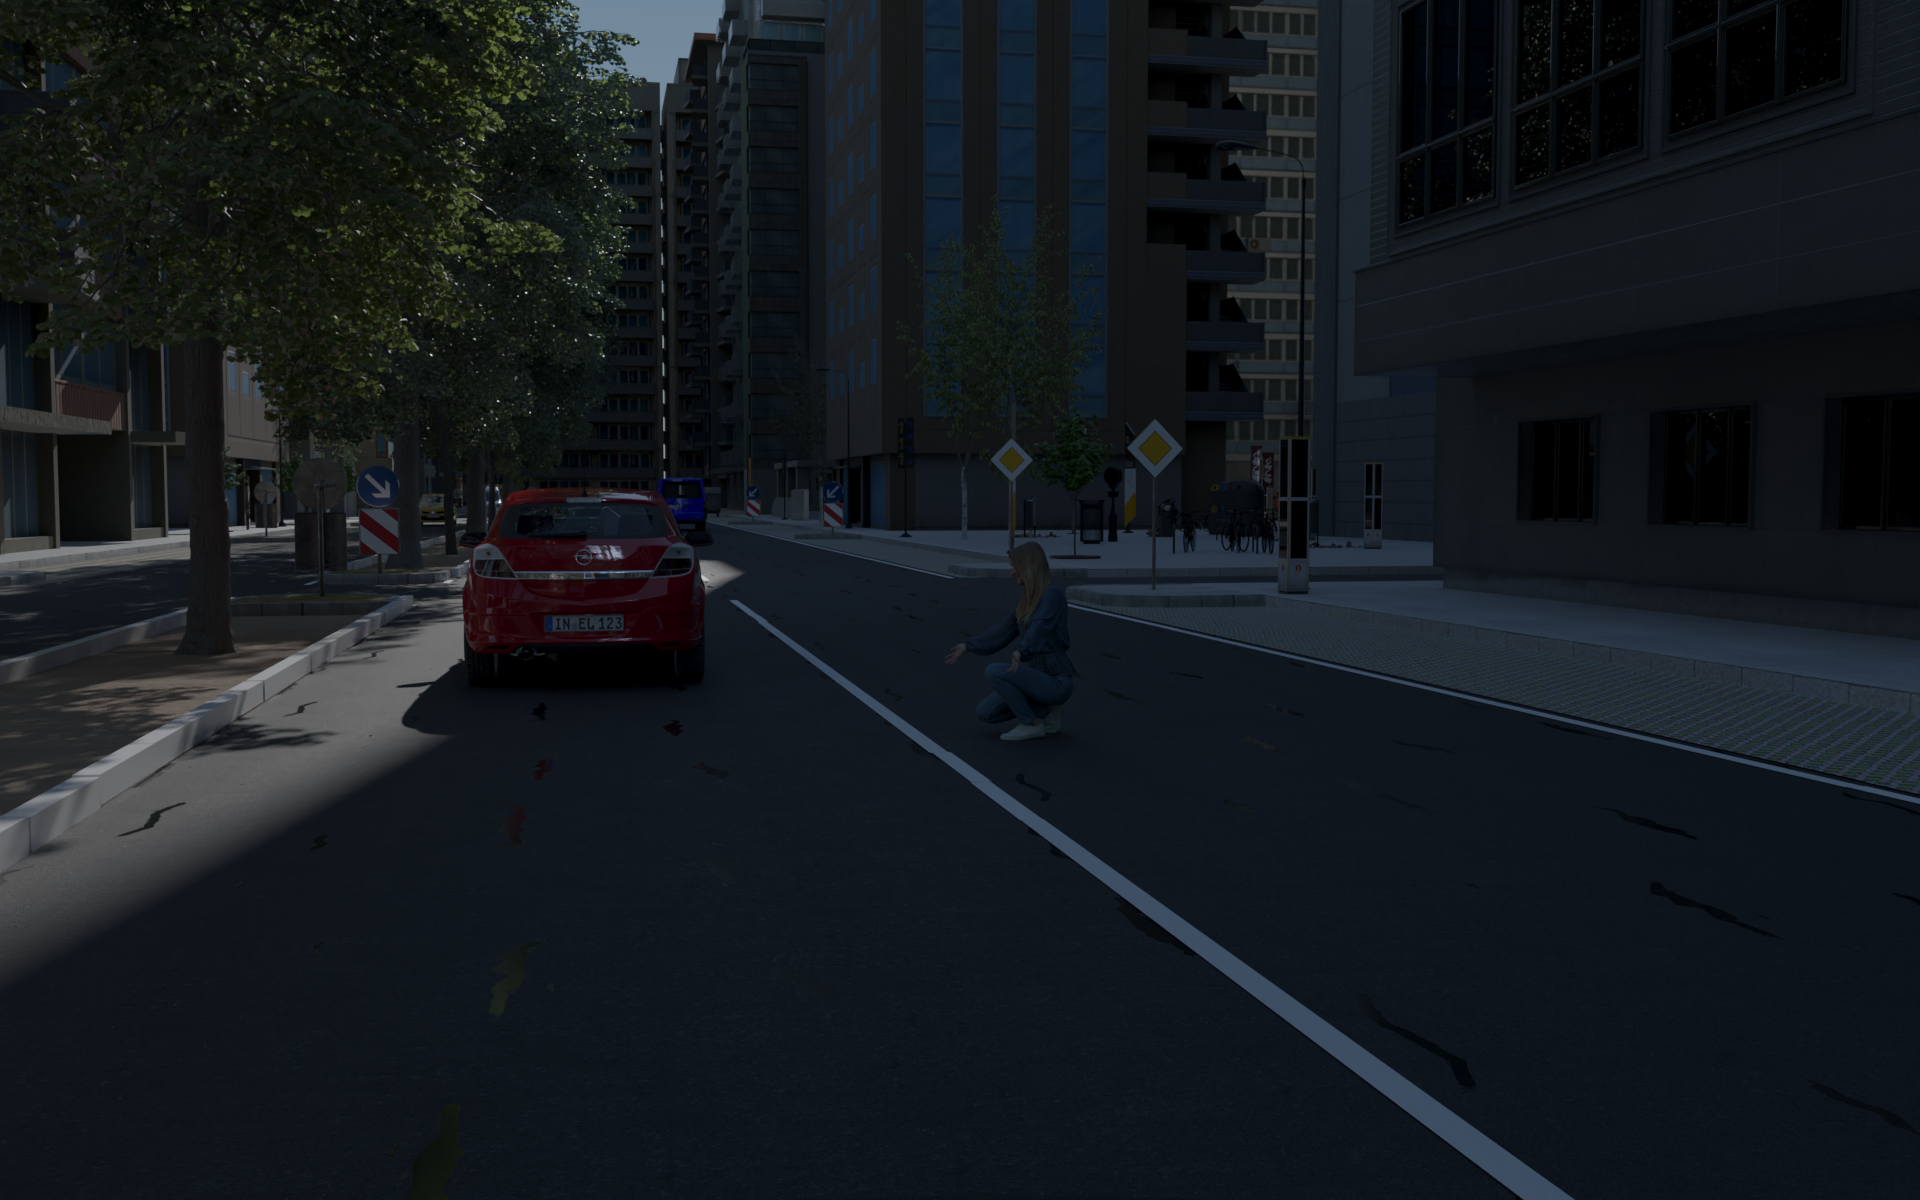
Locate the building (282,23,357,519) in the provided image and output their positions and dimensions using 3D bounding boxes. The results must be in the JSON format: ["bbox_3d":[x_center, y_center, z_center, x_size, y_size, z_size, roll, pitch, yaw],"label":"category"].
[{"bbox_3d":[-40.327,-24.904,90.779,14.154,41.232,14.086,-1,4,-12],"label":"building"}]

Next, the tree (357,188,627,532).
[{"bbox_3d":[-17.724,-9.326,65.303,12.009,13.543,11.850,0,3,0],"label":"tree"}]

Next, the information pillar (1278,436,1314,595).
[{"bbox_3d":[4.284,-1.084,22.214,0.304,2.012,0.304,-1,4,-15],"label":"information pillar"}]

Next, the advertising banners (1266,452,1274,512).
[{"bbox_3d":[13.717,-4.690,72.871,2.074,3.025,0.090,0,4,3],"label":"advertising banners"}]

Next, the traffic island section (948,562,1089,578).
[{"bbox_3d":[0.935,-0.532,30.974,2.009,0.180,2.903,-1,4,-12],"label":"traffic island section"}]

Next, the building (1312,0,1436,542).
[{"bbox_3d":[26.420,-30.845,46.323,28.212,58.520,21.231,-1,4,-12],"label":"building"}]

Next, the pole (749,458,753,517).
[{"bbox_3d":[-11.788,-6.342,97.538,0.158,3.312,0.155,0,3,0],"label":"pole"}]

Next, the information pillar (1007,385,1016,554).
[{"bbox_3d":[1.122,-2.800,37.139,0.183,3.616,0.504,0,4,-5],"label":"information pillar"}]

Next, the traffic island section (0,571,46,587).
[{"bbox_3d":[-15.829,-0.313,27.404,2.009,0.180,2.903,-1,4,-12],"label":"traffic island section"}]

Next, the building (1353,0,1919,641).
[{"bbox_3d":[14.909,-11.643,9.436,14.314,24.678,30.058,-1,4,-12],"label":"building"}]

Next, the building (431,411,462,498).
[{"bbox_3d":[-55.351,-29.531,166.426,14.086,41.232,14.154,-1,4,-12],"label":"building"}]

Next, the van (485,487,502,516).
[{"bbox_3d":[-26.097,-5.413,95.507,2.013,2.044,4.112,-1,4,-14],"label":"van"}]

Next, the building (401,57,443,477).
[{"bbox_3d":[-56.263,-33.579,138.261,28.713,52.752,27.495,-1,4,-12],"label":"building"}]

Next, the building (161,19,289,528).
[{"bbox_3d":[-35.715,-25.622,69.038,14.600,45.320,14.200,-1,4,-12],"label":"building"}]

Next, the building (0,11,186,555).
[{"bbox_3d":[-31.146,-23.563,39.885,22.147,44.769,28.867,-1,4,-12],"label":"building"}]

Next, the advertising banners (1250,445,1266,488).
[{"bbox_3d":[9.974,-4.016,61.856,2.074,3.025,0.090,-2,4,-30],"label":"advertising banners"}]

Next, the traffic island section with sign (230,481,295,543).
[{"bbox_3d":[-20.674,-2.624,51.530,1.989,1.847,2.006,-1,4,-12],"label":"traffic island section with sign"}]

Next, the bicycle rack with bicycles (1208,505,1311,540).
[{"bbox_3d":[8.161,-2.073,47.284,2.852,0.926,2.925,0,4,-1],"label":"bicycle rack with bicycles"}]

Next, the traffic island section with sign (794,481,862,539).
[{"bbox_3d":[-4.263,-2.853,55.267,1.989,1.847,2.006,-1,4,-12],"label":"traffic island section with sign"}]

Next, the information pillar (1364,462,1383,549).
[{"bbox_3d":[9.644,-2.197,40.415,0.304,2.012,0.304,-2,4,-32],"label":"information pillar"}]

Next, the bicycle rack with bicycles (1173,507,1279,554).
[{"bbox_3d":[5.727,-1.511,38.089,2.852,0.926,2.925,0,4,8],"label":"bicycle rack with bicycles"}]

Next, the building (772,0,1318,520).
[{"bbox_3d":[6.325,-24.684,95.469,32.217,40.220,23.993,-1,4,-12],"label":"building"}]

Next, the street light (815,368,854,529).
[{"bbox_3d":[-4.656,-5.594,64.000,1.470,5.913,1.316,-1,4,-12],"label":"street light"}]

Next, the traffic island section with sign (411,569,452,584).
[{"bbox_3d":[-9.451,-1.240,28.413,2.006,1.907,1.989,-1,4,-12],"label":"traffic island section with sign"}]

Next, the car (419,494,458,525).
[{"bbox_3d":[-23.647,-4.150,78.076,2.015,1.641,3.980,-1,4,-13],"label":"car"}]

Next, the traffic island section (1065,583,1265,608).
[{"bbox_3d":[2.607,-0.054,23.166,2.009,0.180,2.903,-1,4,-12],"label":"traffic island section"}]

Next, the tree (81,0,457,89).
[{"bbox_3d":[-5.003,-4.362,8.186,8.767,10.594,7.601,-1,4,-12],"label":"tree"}]

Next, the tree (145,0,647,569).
[{"bbox_3d":[-10.348,-7.507,31.852,9.857,13.997,8.962,0,3,0],"label":"tree"}]

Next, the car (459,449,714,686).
[{"bbox_3d":[-3.122,-0.336,14.531,2.155,1.783,4.494,-1,4,-11],"label":"car"}]

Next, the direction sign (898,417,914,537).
[{"bbox_3d":[-1.612,-3.637,51.464,0.379,3.537,0.876,-2,4,-32],"label":"direction sign"}]

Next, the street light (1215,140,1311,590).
[{"bbox_3d":[4.034,-3.088,23.034,1.470,5.913,1.316,-1,4,-12],"label":"street light"}]

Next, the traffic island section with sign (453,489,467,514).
[{"bbox_3d":[-36.992,-7.283,127.709,1.989,1.847,2.006,-1,4,-12],"label":"traffic island section with sign"}]

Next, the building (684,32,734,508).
[{"bbox_3d":[-14.921,-31.309,166.523,22.147,44.769,28.867,-1,4,-12],"label":"building"}]

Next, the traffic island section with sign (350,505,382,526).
[{"bbox_3d":[-26.364,-4.251,78.139,1.989,1.847,2.006,-1,4,-12],"label":"traffic island section with sign"}]

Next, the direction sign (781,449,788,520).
[{"bbox_3d":[-8.774,-5.784,86.564,0.379,3.537,0.876,0,4,6],"label":"direction sign"}]

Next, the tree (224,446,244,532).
[{"bbox_3d":[-25.021,-3.895,58.285,1.663,3.219,1.824,0,3,0],"label":"tree"}]

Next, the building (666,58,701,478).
[{"bbox_3d":[-23.175,-35.145,198.320,21.600,48.544,21.300,-1,4,-12],"label":"building"}]

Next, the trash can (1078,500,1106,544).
[{"bbox_3d":[3.392,-2.014,44.582,0.748,1.137,0.748,0,3,0],"label":"trash can"}]

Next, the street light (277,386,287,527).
[{"bbox_3d":[-26.042,-5.827,67.815,1.470,5.913,1.316,-1,4,-12],"label":"street light"}]

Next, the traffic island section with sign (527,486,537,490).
[{"bbox_3d":[-25.193,-5.734,101.891,2.006,1.907,1.989,-1,4,-12],"label":"traffic island section with sign"}]

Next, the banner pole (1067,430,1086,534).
[{"bbox_3d":[3.787,-4.013,55.623,0.401,3.779,0.863,3,5,44],"label":"banner pole"}]

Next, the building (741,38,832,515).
[{"bbox_3d":[-7.581,-21.000,115.049,14.160,30.474,14.107,-1,4,-12],"label":"building"}]

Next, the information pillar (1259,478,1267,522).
[{"bbox_3d":[13.895,-4.587,79.496,0.304,2.012,0.304,-1,4,-21],"label":"information pillar"}]

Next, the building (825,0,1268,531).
[{"bbox_3d":[2.572,-25.489,66.856,14.600,45.320,14.200,-1,4,-12],"label":"building"}]

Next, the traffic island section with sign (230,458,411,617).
[{"bbox_3d":[-7.910,-0.797,21.168,2.006,1.907,1.989,-1,4,-12],"label":"traffic island section with sign"}]

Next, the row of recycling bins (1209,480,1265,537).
[{"bbox_3d":[8.552,-2.834,53.453,1.069,1.692,3.534,-1,4,-8],"label":"row of recycling bins"}]

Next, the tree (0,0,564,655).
[{"bbox_3d":[-6.913,-5.806,15.519,7.486,12.596,7.792,0,3,0],"label":"tree"}]

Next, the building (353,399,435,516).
[{"bbox_3d":[-49.682,-16.318,111.839,27.650,21.520,28.899,-1,4,-12],"label":"building"}]

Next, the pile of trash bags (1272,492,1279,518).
[{"bbox_3d":[13.951,-4.508,83.457,3.447,1.369,1.912,0,4,-1],"label":"pile of trash bags"}]

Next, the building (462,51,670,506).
[{"bbox_3d":[-44.416,-34.864,193.721,21.600,48.544,21.300,-1,4,-12],"label":"building"}]

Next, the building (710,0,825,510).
[{"bbox_3d":[-7.523,-31.687,137.696,23.786,49.044,30.456,-1,4,-12],"label":"building"}]

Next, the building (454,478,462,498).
[{"bbox_3d":[-67.882,-30.697,193.774,23.993,40.220,32.217,-1,4,-12],"label":"building"}]

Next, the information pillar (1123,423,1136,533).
[{"bbox_3d":[5.564,-3.996,56.690,0.183,3.616,0.504,-2,4,-32],"label":"information pillar"}]

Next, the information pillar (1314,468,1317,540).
[{"bbox_3d":[9.689,-2.665,48.064,0.304,2.012,0.304,2,4,35],"label":"information pillar"}]

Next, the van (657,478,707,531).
[{"bbox_3d":[-11.128,-3.935,68.715,2.240,2.365,5.245,-1,4,-11],"label":"van"}]

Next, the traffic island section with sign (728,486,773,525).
[{"bbox_3d":[-9.920,-4.465,81.624,1.989,1.847,2.006,-1,4,-12],"label":"traffic island section with sign"}]

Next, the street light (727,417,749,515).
[{"bbox_3d":[-13.350,-8.069,104.471,1.470,5.913,1.316,-1,4,-12],"label":"street light"}]

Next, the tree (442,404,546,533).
[{"bbox_3d":[-15.745,-6.386,57.226,4.737,8.622,4.395,0,3,0],"label":"tree"}]
